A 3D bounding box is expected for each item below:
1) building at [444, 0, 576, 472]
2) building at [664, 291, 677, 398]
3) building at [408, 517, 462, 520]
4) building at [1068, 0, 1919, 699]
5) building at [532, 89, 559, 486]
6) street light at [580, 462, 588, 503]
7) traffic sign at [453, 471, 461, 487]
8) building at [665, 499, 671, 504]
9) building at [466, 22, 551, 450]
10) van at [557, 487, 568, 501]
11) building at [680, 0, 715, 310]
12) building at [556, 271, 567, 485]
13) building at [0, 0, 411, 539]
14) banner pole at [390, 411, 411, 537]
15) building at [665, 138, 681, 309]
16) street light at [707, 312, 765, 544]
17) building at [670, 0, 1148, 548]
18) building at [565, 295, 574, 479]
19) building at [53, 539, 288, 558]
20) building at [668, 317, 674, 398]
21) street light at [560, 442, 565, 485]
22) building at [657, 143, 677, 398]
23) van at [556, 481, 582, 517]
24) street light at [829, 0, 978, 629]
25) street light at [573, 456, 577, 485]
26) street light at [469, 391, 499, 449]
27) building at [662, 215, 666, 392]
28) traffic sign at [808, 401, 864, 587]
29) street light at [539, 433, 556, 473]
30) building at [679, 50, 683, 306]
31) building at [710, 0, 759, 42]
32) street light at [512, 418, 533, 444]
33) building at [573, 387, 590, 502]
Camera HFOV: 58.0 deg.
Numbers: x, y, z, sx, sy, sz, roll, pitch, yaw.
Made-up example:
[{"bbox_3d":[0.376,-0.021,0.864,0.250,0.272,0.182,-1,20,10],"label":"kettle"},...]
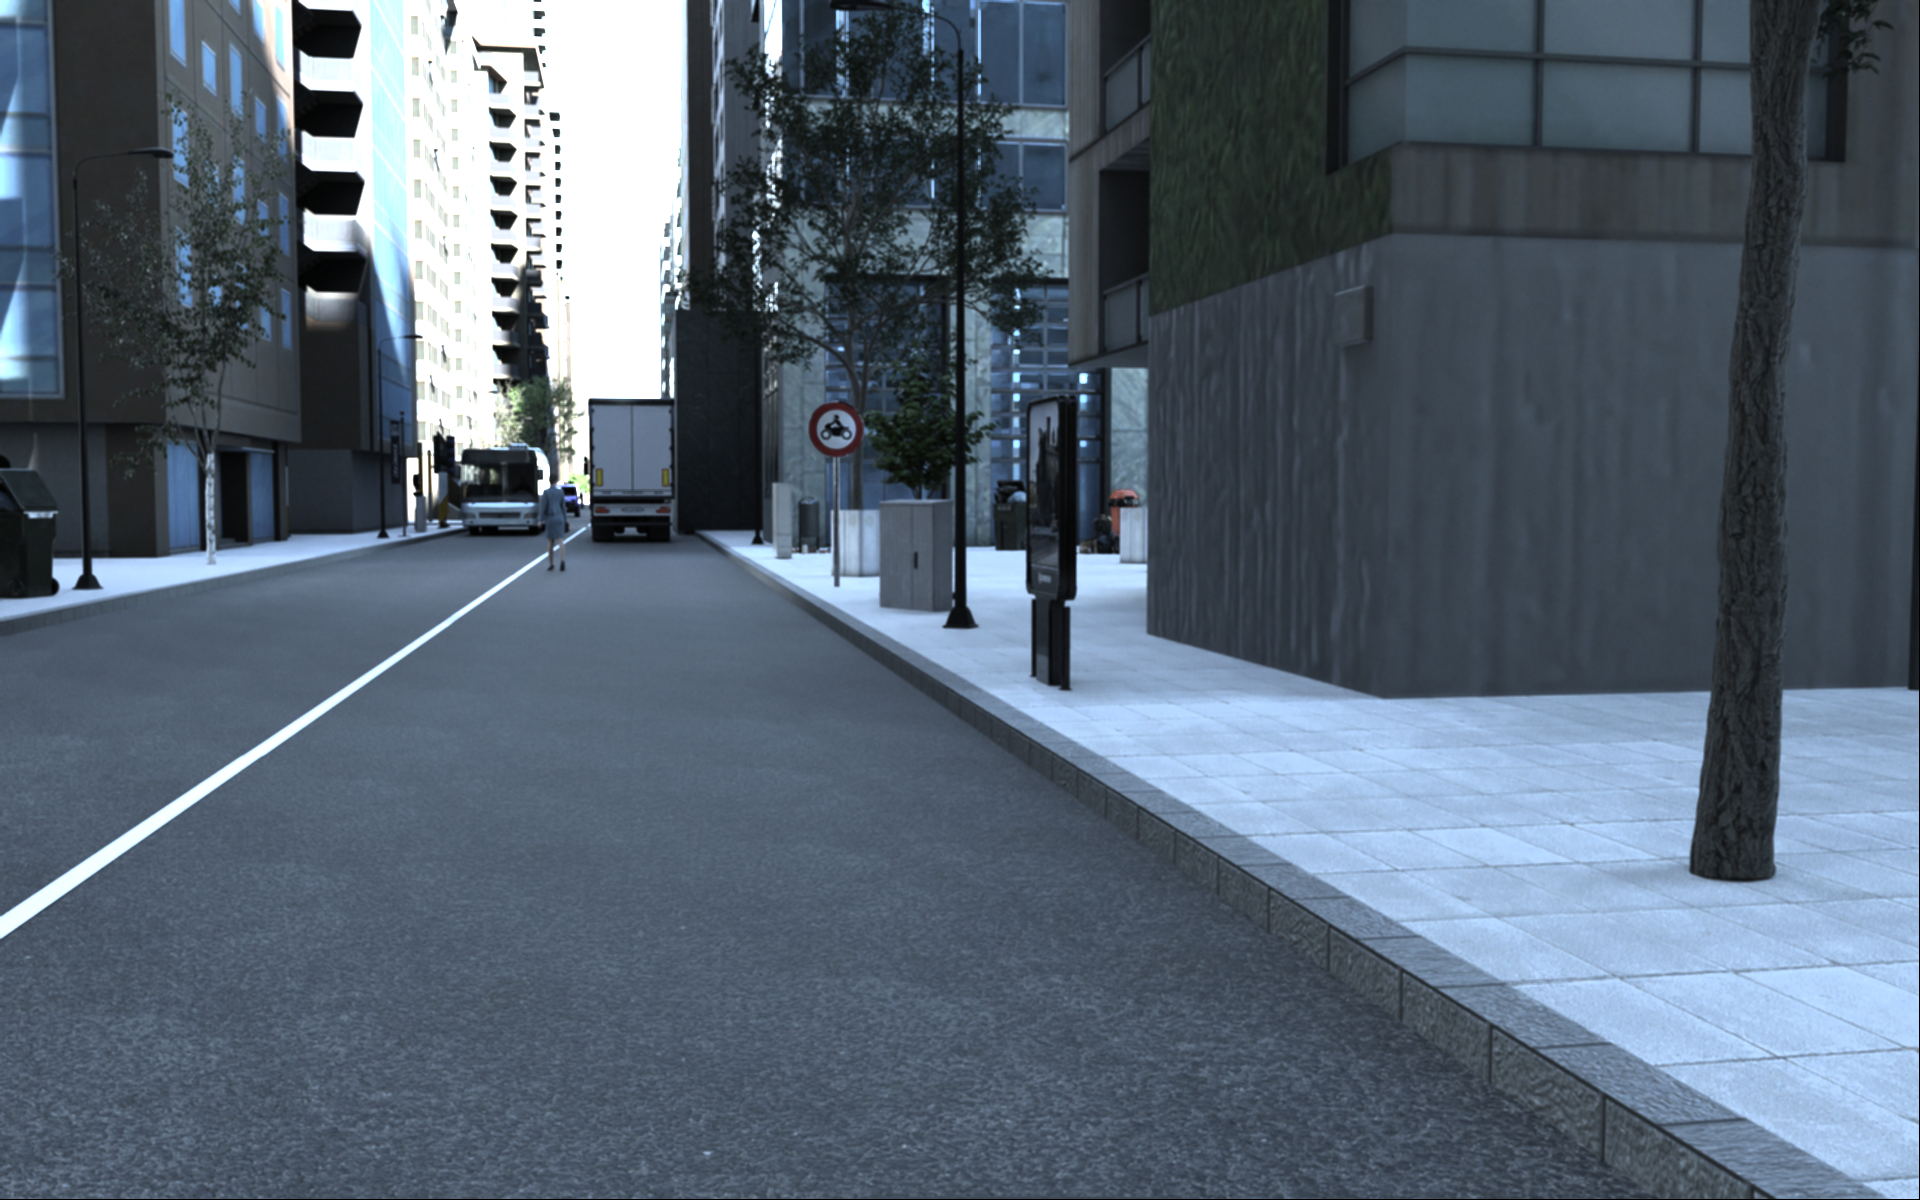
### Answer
[{"bbox_3d":[-69.547,-57.982,260.681,22.319,86.520,31.000,-1,4,-11],"label":"building"},{"bbox_3d":[-35.144,-29.105,247.564,14.160,30.474,14.107,-1,4,-11],"label":"building"},{"bbox_3d":[-39.855,-24.308,89.313,32.217,40.220,23.993,-1,4,-11],"label":"building"},{"bbox_3d":[8.297,-20.427,17.579,14.154,41.232,14.086,-1,4,-11],"label":"building"},{"bbox_3d":[-51.105,-32.729,185.229,14.600,45.320,14.200,-1,4,-11],"label":"building"},{"bbox_3d":[-45.938,-14.429,208.453,1.470,5.913,1.316,-1,4,-11],"label":"street light"},{"bbox_3d":[-20.154,-4.071,70.202,0.795,2.450,0.064,-1,4,-11],"label":"traffic sign"},{"bbox_3d":[-7.984,-27.466,140.946,32.217,40.220,23.993,-1,4,-11],"label":"building"},{"bbox_3d":[-50.466,-31.124,163.498,22.147,44.769,28.867,-1,4,-11],"label":"building"},{"bbox_3d":[-22.520,-5.375,94.900,2.013,2.044,4.112,-1,4,-12],"label":"van"},{"bbox_3d":[-10.363,-28.074,109.117,14.600,45.320,14.200,-1,4,-11],"label":"building"},{"bbox_3d":[-56.646,-27.065,214.209,14.160,30.474,14.107,-1,4,-11],"label":"building"},{"bbox_3d":[-27.284,-25.051,59.691,14.200,45.320,14.600,-1,4,-11],"label":"building"},{"bbox_3d":[-16.826,-3.787,51.936,0.401,3.779,0.863,1,4,15],"label":"banner pole"},{"bbox_3d":[-23.627,-36.348,213.899,23.786,49.044,30.456,-1,4,-11],"label":"building"},{"bbox_3d":[-5.707,-4.372,44.023,1.470,5.913,1.316,-1,4,-11],"label":"street light"},{"bbox_3d":[1.985,-45.421,55.303,22.319,86.520,31.000,-1,4,-11],"label":"building"},{"bbox_3d":[-61.084,-28.663,240.337,14.160,30.474,14.107,-1,4,-11],"label":"building"},{"bbox_3d":[-23.845,-23.777,38.864,14.600,45.320,14.200,-1,4,-11],"label":"building"},{"bbox_3d":[-16.915,-20.828,185.584,27.650,21.520,28.899,-1,4,-11],"label":"building"},{"bbox_3d":[-35.748,-11.080,153.695,1.470,5.913,1.316,-1,4,-11],"label":"street light"},{"bbox_3d":[-41.124,-46.239,298.005,21.231,58.520,28.212,-1,4,-11],"label":"building"},{"bbox_3d":[-24.993,-6.420,109.345,2.240,2.365,5.245,-1,4,-11],"label":"van"},{"bbox_3d":[-0.529,-2.683,16.406,1.470,5.913,1.316,-1,4,-11],"label":"street light"},{"bbox_3d":[-40.967,-12.767,181.283,1.470,5.913,1.316,-1,4,-11],"label":"street light"},{"bbox_3d":[-21.437,-6.444,77.903,1.470,5.913,1.316,-1,4,-11],"label":"street light"},{"bbox_3d":[-34.869,-39.759,269.675,23.786,49.044,30.456,-1,4,-11],"label":"building"},{"bbox_3d":[-1.703,-1.455,23.903,0.768,2.556,0.104,0,4,-3],"label":"traffic sign"},{"bbox_3d":[-31.587,-9.778,132.419,1.470,5.913,1.316,-1,4,-11],"label":"street light"},{"bbox_3d":[-19.106,-29.290,162.486,14.154,41.232,14.086,-1,4,-11],"label":"building"},{"bbox_3d":[-5.297,-24.746,88.190,14.086,41.232,14.154,-1,4,-11],"label":"building"},{"bbox_3d":[-26.571,-8.105,105.059,1.470,5.913,1.316,-1,4,-11],"label":"street light"},{"bbox_3d":[-76.774,-27.328,291.848,27.650,21.520,28.899,-1,4,-11],"label":"building"}]
